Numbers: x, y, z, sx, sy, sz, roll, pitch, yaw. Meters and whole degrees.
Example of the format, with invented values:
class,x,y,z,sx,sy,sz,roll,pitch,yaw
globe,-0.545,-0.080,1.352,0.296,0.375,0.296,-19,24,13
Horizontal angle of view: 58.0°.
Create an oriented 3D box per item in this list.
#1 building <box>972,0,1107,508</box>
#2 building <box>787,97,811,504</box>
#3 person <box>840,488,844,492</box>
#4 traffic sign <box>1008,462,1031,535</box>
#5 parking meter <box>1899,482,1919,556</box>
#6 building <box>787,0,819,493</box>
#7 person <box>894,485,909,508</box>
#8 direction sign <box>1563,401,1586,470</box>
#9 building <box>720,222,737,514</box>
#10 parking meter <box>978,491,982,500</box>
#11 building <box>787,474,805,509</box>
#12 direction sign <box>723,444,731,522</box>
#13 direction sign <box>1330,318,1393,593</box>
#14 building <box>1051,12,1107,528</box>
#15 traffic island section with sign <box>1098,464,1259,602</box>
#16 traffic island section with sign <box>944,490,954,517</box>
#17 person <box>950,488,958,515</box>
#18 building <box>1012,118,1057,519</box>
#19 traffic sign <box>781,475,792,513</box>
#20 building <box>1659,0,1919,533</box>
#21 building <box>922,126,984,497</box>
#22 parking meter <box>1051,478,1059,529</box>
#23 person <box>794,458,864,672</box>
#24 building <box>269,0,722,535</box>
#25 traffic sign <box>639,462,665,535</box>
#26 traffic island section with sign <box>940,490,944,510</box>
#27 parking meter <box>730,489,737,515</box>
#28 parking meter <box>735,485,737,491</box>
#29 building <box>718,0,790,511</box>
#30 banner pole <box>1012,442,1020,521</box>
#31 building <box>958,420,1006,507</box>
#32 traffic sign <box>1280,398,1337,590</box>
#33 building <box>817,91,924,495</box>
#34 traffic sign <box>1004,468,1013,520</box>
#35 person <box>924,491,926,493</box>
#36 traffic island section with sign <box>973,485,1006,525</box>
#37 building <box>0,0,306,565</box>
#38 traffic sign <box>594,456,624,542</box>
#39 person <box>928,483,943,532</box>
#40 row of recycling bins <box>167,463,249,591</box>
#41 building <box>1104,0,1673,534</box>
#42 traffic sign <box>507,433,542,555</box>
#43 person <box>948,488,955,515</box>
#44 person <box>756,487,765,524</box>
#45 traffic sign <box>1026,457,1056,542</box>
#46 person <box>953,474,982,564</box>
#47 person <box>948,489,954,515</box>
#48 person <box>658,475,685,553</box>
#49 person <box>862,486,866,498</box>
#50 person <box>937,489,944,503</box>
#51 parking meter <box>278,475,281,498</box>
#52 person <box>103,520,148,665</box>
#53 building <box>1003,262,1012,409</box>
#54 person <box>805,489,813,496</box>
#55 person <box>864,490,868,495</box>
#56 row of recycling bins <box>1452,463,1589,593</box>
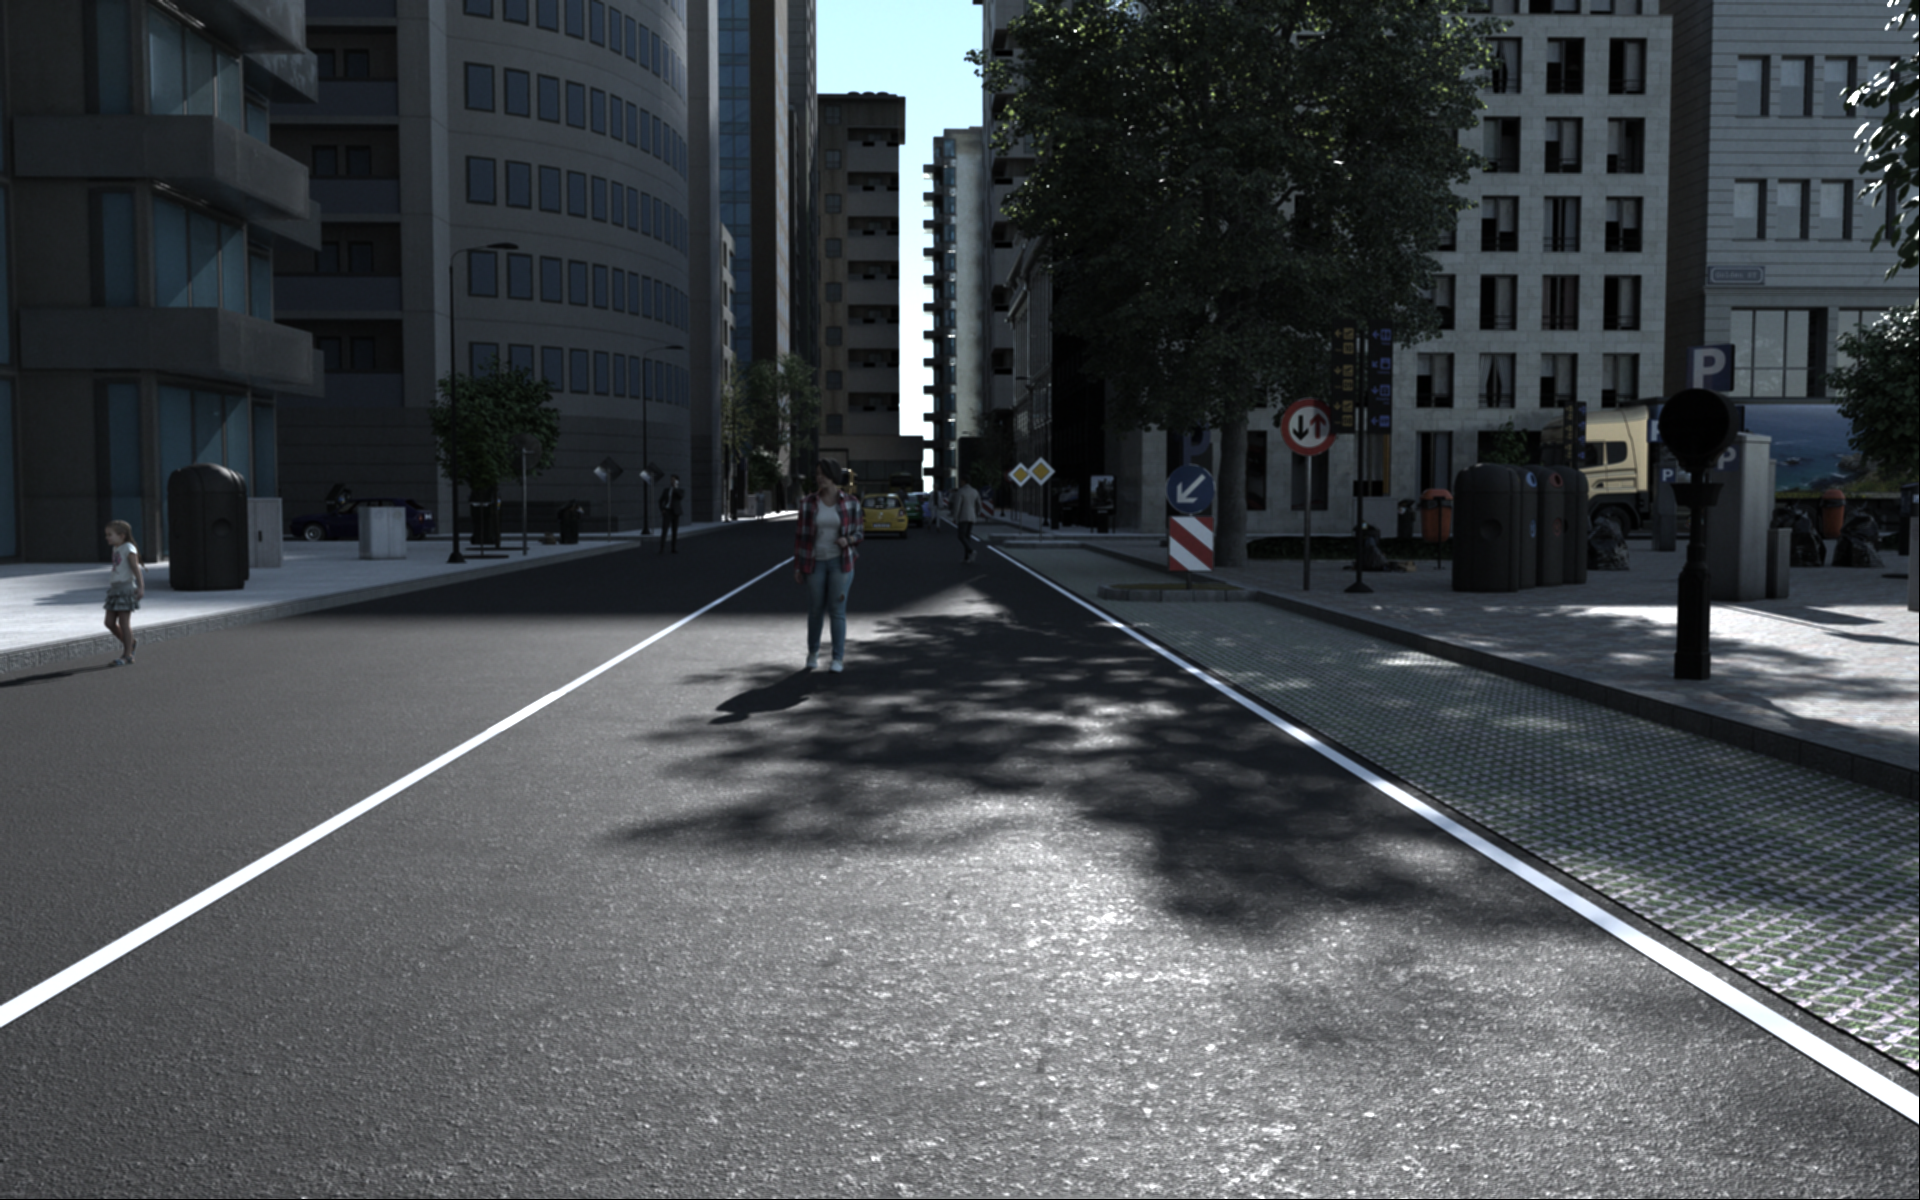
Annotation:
class,x,y,z,sx,sy,sz,roll,pitch,yaw
building,16.028,-34.890,159.686,28.713,52.752,27.495,0,4,-2
building,-22.436,-29.978,173.740,14.154,41.232,14.086,0,4,-2
person,-6.828,-5.621,100.748,0.721,1.781,0.623,1,4,11
traffic sign,1.900,-3.101,54.346,0.795,2.450,0.064,0,4,-2
parking meter,19.832,-1.697,36.161,0.372,1.533,0.369,0,3,0
building,-26.560,-46.144,192.709,20.611,71.187,20.563,0,4,-2
person,-2.355,-3.693,69.054,0.592,1.802,0.473,3,5,39
direction sign,14.990,-3.076,42.294,0.876,3.537,0.379,-3,4,-36
building,-28.734,-15.842,104.055,27.650,21.520,28.899,0,4,-2
parking meter,1.399,-7.108,124.618,0.372,1.533,0.369,0,3,0
building,-30.338,-28.290,154.422,32.217,40.220,23.993,0,4,-2
direction sign,-10.603,-5.305,78.732,0.379,3.537,0.876,0,4,3
direction sign,5.208,-1.866,22.510,0.876,3.537,0.379,-1,4,-16
building,10.717,-14.908,73.424,12.332,23.373,15.834,0,4,-2
traffic island section with sign,2.935,-0.928,23.807,1.989,1.847,2.006,0,4,-2
traffic island section with sign,0.201,-6.020,107.062,1.989,1.847,2.006,0,4,-2
person,-0.270,-6.119,108.812,0.850,1.792,0.678,-2,4,-31
building,10.360,-15.387,93.376,13.314,21.916,24.055,0,4,-2
traffic sign,-11.772,-7.185,117.576,0.768,2.556,0.104,0,4,-1
building,38.441,-17.335,60.925,29.804,29.767,11.434,0,4,-2
building,10.376,-37.050,225.377,30.456,49.044,23.786,0,4,-2
parking meter,3.448,-3.495,62.855,0.255,1.863,0.399,1,4,12
person,-1.062,-0.290,14.077,0.563,1.720,0.643,0,4,3
building,-21.394,-32.089,66.659,21.231,58.520,28.212,0,4,-2
traffic sign,-9.589,-3.079,53.990,0.795,2.450,0.064,0,4,-2
traffic island section with sign,-2.299,-10.676,183.178,1.989,1.847,2.006,0,4,-2
parking meter,-12.529,-5.340,95.719,0.372,1.533,0.369,0,3,0
parking meter,-13.728,-6.160,106.421,0.399,1.863,0.255,1,4,13
building,-20.762,-29.674,135.286,14.600,45.320,14.200,0,4,-2
banner pole,2.633,-5.724,83.612,0.401,3.779,0.863,1,4,18
building,11.390,-53.519,187.712,22.319,86.520,31.000,0,4,-2
traffic sign,4.624,-1.402,23.032,0.768,2.556,0.104,0,4,0
building,-18.680,-39.022,227.247,27.495,52.752,28.713,0,4,-2
traffic sign,2.570,-5.229,85.597,0.768,2.556,0.104,0,4,-2
person,-3.926,-11.677,200.131,1.217,1.735,0.721,3,5,44
traffic island section with sign,1.092,-4.357,79.869,1.989,1.847,2.006,0,4,-2
building,-28.848,-25.125,30.395,30.456,49.044,23.786,0,4,-2
traffic sign,-9.326,-2.591,46.009,0.795,2.450,0.064,0,4,-2
person,-0.952,-3.494,65.501,0.514,1.842,0.818,-2,4,-28
row of recycling bins,-10.599,-1.059,24.431,1.069,1.692,3.534,-1,4,-21
building,14.045,-12.567,60.224,16.860,20.320,10.420,0,4,-2
traffic sign,-9.120,-2.209,36.227,0.768,2.556,0.104,0,3,0
person,-0.500,-6.677,117.767,0.767,1.812,0.694,0,4,-7
person,-9.505,-4.498,82.606,0.480,1.755,0.524,-2,4,-26
traffic sign,2.162,-2.613,46.365,0.795,2.450,0.064,0,4,-2
person,0.186,-1.675,35.734,0.661,1.843,0.795,-3,4,-36
person,-0.538,-6.283,111.711,0.515,1.767,0.782,0,4,8
person,-6.989,-2.088,42.008,0.648,1.900,0.474,-1,4,-13
person,-5.036,-5.022,90.496,0.818,1.842,0.514,-1,4,-15
person,-1.508,-6.744,119.043,0.678,1.792,0.850,-2,4,-30
parking meter,-17.712,-2.380,44.629,0.399,1.863,0.255,-1,4,-12
person,-6.965,-0.064,14.561,0.505,1.210,0.382,3,4,36
building,10.276,-16.888,117.915,13.314,21.916,24.055,0,4,-2
person,-8.952,-5.732,102.793,0.524,1.755,0.480,0,4,2
person,-4.208,-4.128,77.804,0.330,1.601,0.589,0,4,3
row of recycling bins,7.729,-1.028,23.915,1.069,1.692,3.534,3,4,38
